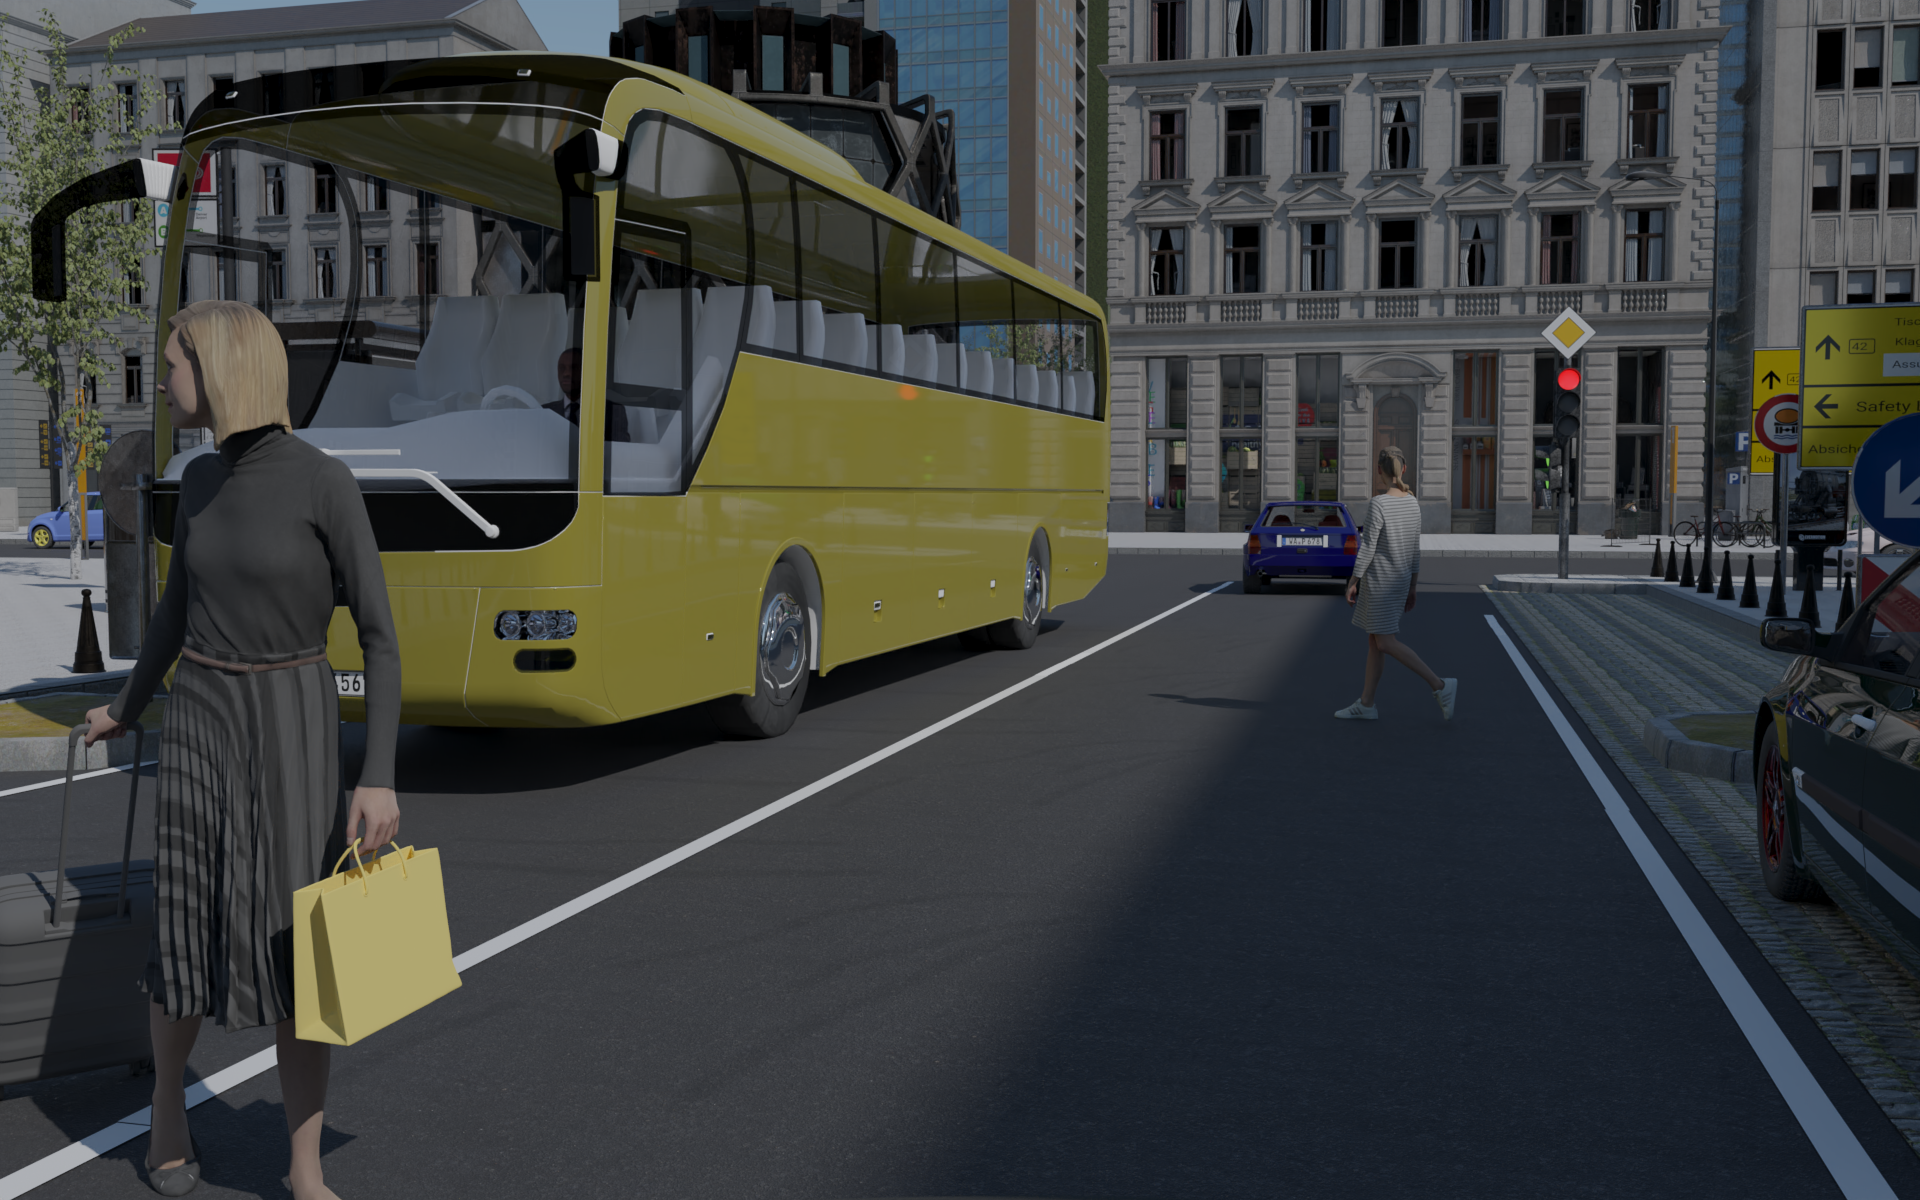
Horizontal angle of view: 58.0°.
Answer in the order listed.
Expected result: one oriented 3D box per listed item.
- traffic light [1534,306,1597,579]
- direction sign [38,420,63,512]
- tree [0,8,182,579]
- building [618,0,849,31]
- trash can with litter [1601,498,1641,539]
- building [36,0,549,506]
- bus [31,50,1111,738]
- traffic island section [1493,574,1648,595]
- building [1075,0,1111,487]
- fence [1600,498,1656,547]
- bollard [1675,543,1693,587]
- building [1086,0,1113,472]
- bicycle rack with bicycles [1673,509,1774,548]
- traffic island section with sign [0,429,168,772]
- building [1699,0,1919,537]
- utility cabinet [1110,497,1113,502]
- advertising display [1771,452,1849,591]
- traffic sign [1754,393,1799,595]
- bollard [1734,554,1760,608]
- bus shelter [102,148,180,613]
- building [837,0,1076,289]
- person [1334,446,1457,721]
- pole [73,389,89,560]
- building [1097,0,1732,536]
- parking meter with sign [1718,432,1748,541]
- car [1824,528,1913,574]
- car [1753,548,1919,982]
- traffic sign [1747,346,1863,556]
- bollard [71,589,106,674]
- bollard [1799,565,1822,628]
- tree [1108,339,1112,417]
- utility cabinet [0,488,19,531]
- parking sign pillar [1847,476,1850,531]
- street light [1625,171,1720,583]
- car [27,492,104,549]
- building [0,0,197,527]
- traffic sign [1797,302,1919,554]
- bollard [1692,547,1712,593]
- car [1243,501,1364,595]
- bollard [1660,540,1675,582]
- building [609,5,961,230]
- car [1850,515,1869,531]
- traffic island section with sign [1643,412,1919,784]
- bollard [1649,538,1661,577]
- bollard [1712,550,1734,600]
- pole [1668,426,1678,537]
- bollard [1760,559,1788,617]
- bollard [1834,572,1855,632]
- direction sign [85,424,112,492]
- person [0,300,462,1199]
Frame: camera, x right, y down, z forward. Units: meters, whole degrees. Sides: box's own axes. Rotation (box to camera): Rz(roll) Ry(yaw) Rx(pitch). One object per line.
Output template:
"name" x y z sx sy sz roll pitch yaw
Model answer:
"traffic light" 9.095 -2.271 26.057 0.839 4.253 0.868 1 4 14
"direction sign" -27.839 -3.736 53.085 0.379 3.537 0.876 1 4 15
"tree" -13.406 -4.601 25.591 4.737 8.622 4.395 0 3 0
"building" -19.824 -44.862 171.742 20.611 71.187 20.563 1 4 14
"trash can with litter" 18.747 -2.309 49.147 1.055 1.170 0.624 3 5 43
"building" -25.886 -13.526 70.308 18.267 20.994 9.793 1 4 14
"bus" -1.257 -1.346 13.559 2.896 3.916 12.252 1 4 16
"traffic island section" 9.131 -0.237 26.162 2.009 0.180 2.903 1 4 14
"building" 1.664 -43.017 141.587 20.563 71.187 20.611 1 4 14
"fence" 16.552 -1.926 42.697 2.264 1.192 0.480 -3 5 -44
"bollard" 10.041 -0.480 23.887 0.229 0.601 0.229 0 3 0
"building" 4.127 -38.164 165.976 28.212 58.520 21.231 1 4 14
"bicycle rack with bicycles" 19.227 -1.744 41.893 2.852 0.926 2.925 -2 4 -32
"traffic island section with sign" -5.095 -0.079 9.924 1.989 1.847 2.006 1 4 14
"building" 34.903 -14.481 54.783 19.932 24.808 12.078 1 4 14
"utility cabinet" 6.119 -3.535 68.964 0.306 1.237 1.020 1 4 9
"advertising display" 11.255 -1.084 22.939 0.974 1.923 0.123 0 4 -3
"traffic sign" 10.481 -1.339 21.999 0.768 2.556 0.104 2 4 24
"bollard" 8.922 -0.215 19.556 0.229 0.601 0.229 0 3 0
"bus shelter" -7.646 -2.748 22.557 2.179 5.291 8.768 1 4 15
"building" 0.171 -29.032 124.789 14.600 45.320 14.200 1 4 14
"person" 2.752 -0.101 10.907 0.760 1.731 0.466 1 4 19
"pole" -17.088 -2.436 33.669 0.158 3.312 0.155 0 3 0
"building" 15.078 -14.098 59.389 19.941 23.489 11.050 1 4 14
"parking meter with sign" 21.462 -3.158 47.896 0.543 3.016 1.738 3 5 40
"car" 16.881 -0.997 28.659 4.827 1.381 2.083 1 4 13
"car" 3.359 0.310 4.718 2.009 1.686 4.222 1 4 16
"traffic sign" 12.037 -1.829 23.779 2.265 3.308 0.079 1 4 16
"bollard" -6.276 0.219 12.459 0.229 0.601 0.229 0 3 0
"bollard" 8.179 -0.039 16.672 0.229 0.601 0.229 0 3 0
"tree" 9.444 -8.091 82.642 4.360 8.622 3.978 0 3 0
"utility cabinet" -32.518 -3.049 58.526 1.173 1.500 0.318 -1 4 -11
"parking sign pillar" 23.902 -3.585 47.084 1.447 3.967 1.447 2 4 34
"street light" 10.276 -3.208 24.988 1.470 5.913 1.316 1 4 14
"car" -22.687 -2.206 45.656 3.694 1.707 1.945 1 4 13
"building" -49.871 -18.251 75.904 29.804 29.767 11.434 1 4 14
"traffic sign" 10.152 -1.502 18.436 2.265 3.308 0.079 1 4 19
"bollard" 9.670 -0.392 22.448 0.229 0.601 0.229 0 3 0
"car" 5.229 -0.825 26.071 1.945 1.354 3.894 1 4 13
"bollard" 10.416 -0.568 25.329 0.229 0.601 0.229 0 3 0
"building" -8.238 -12.301 68.572 16.811 18.784 16.820 1 4 14
"car" 19.491 -1.476 32.931 4.718 1.807 1.959 1 4 16
"traffic island section with sign" 4.741 -0.031 9.130 1.989 1.847 2.006 1 4 14
"bollard" 10.787 -0.656 26.770 0.229 0.601 0.229 0 3 0
"bollard" 9.297 -0.304 21.007 0.229 0.601 0.229 0 3 0
"pole" 21.299 -3.540 51.718 0.158 3.312 0.155 0 3 0
"bollard" 8.548 -0.127 18.118 0.229 0.601 0.229 0 3 0
"bollard" 7.801 0.050 15.228 0.229 0.601 0.229 0 3 0
"direction sign" -28.084 -3.941 56.427 0.876 3.537 0.379 -3 4 -36
"person" -1.643 0.307 3.703 0.699 1.804 1.509 -3 4 -38
